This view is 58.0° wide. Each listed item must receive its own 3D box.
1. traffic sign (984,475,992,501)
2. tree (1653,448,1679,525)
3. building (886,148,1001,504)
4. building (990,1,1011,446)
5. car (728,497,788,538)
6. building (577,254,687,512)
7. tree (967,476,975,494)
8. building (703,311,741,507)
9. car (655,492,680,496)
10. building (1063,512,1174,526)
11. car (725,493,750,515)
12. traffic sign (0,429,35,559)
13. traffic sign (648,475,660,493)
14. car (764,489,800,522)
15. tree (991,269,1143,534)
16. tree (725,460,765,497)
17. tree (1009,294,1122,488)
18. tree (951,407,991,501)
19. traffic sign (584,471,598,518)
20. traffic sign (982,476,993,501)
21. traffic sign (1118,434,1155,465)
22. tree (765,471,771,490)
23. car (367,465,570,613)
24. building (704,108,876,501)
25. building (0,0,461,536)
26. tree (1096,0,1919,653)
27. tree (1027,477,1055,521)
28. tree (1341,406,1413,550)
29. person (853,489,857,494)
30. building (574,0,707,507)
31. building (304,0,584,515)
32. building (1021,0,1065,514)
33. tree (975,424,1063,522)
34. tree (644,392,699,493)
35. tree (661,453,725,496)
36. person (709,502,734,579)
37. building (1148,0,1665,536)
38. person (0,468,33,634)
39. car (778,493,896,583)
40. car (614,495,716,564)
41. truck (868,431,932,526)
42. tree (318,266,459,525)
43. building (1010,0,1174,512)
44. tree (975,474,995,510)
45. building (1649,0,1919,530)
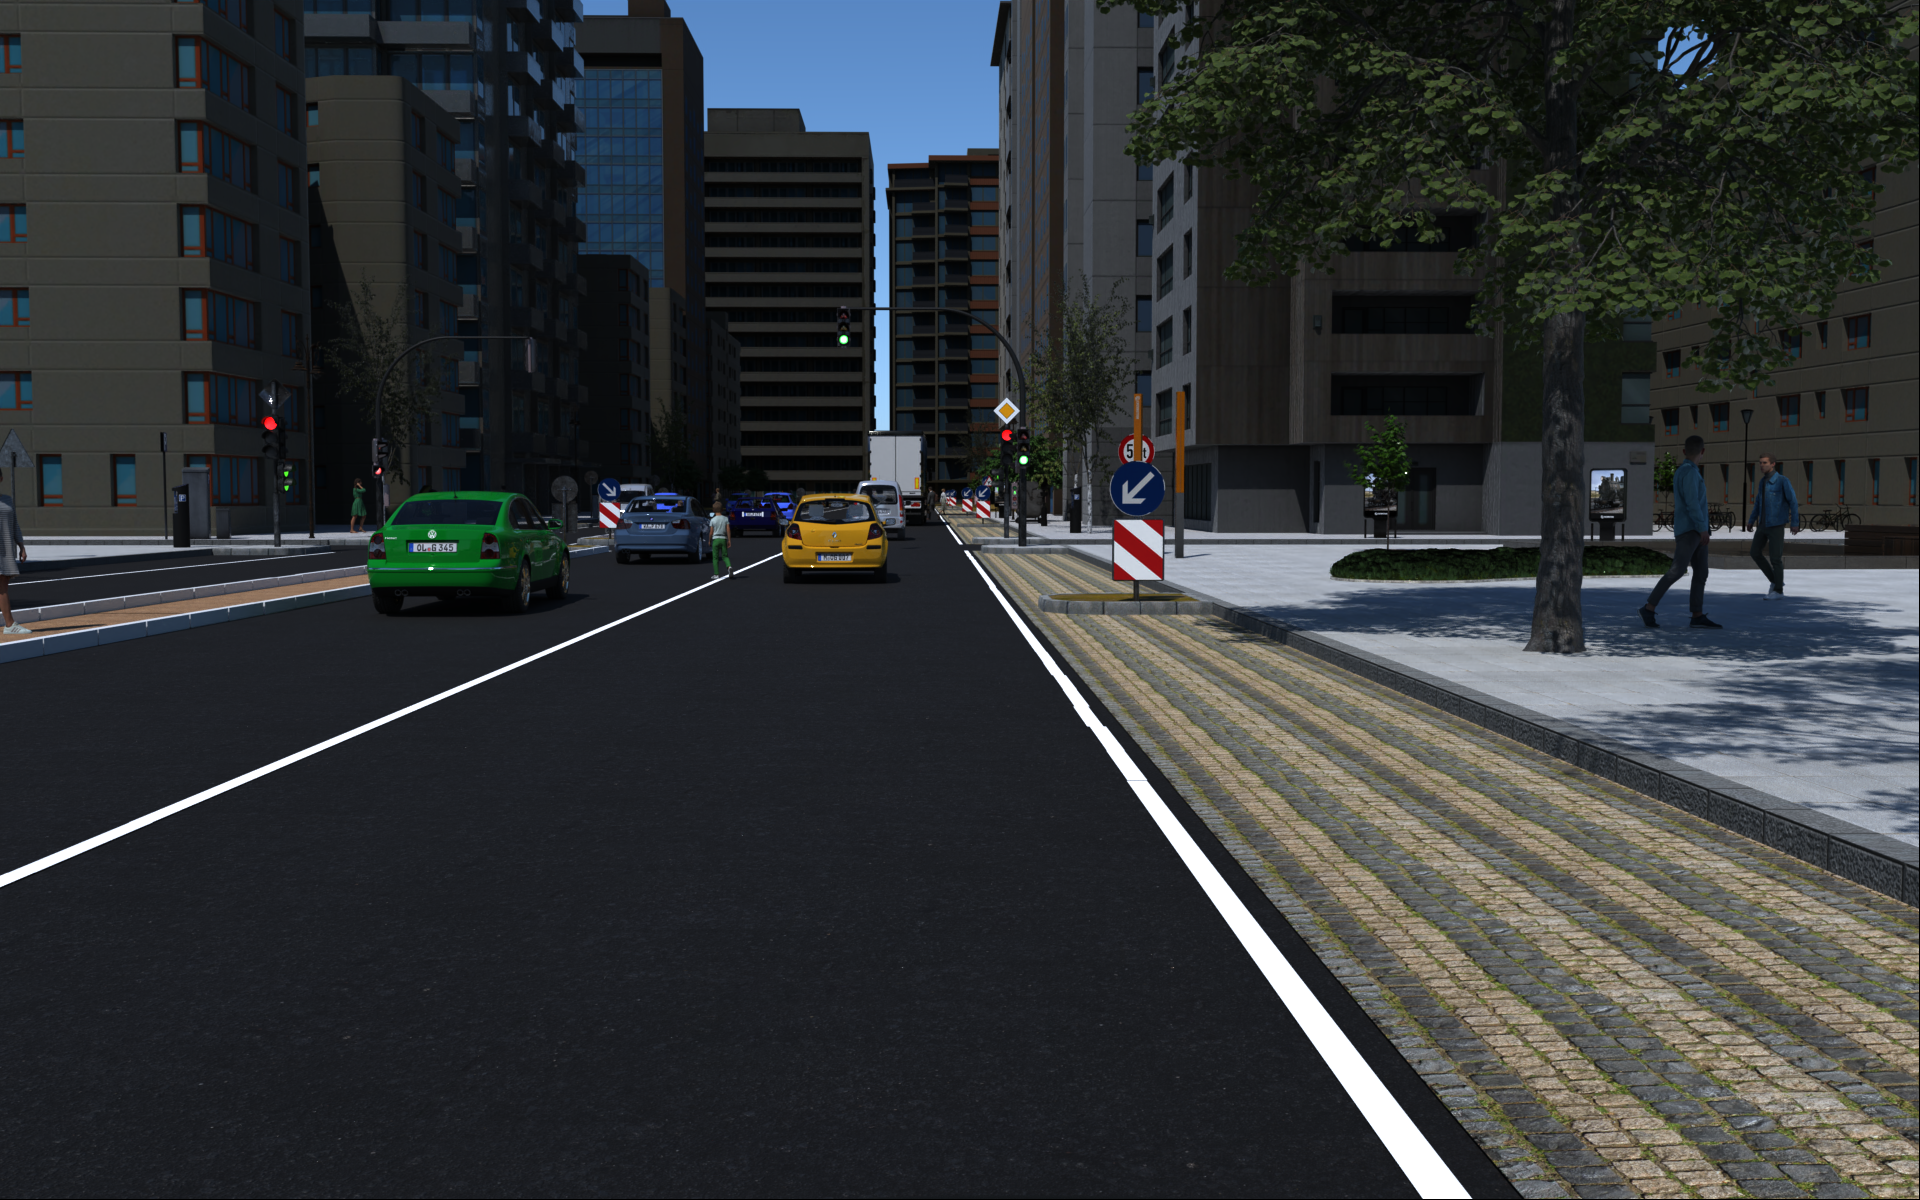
[{"bbox_3d":[2.033,-7.359,120.318,0.884,2.594,0.081,0,4,7],"label":"traffic sign"},{"bbox_3d":[29.532,-4.745,72.182,1.663,3.219,1.824,0,3,0],"label":"tree"},{"bbox_3d":[3.465,-34.717,222.244,28.867,44.769,22.147,0,4,-1],"label":"building"},{"bbox_3d":[18.071,-36.388,184.180,28.713,52.752,27.495,0,4,-1],"label":"building"},{"bbox_3d":[-6.811,-2.796,58.292,1.945,1.354,3.894,0,4,-2],"label":"car"},{"bbox_3d":[-37.872,-18.001,139.362,27.650,21.520,28.899,0,4,-1],"label":"building"},{"bbox_3d":[1.581,-10.638,168.535,1.663,3.219,1.824,0,3,0],"label":"tree"},{"bbox_3d":[-39.218,-20.742,184.178,28.899,21.520,27.650,0,4,-1],"label":"building"},{"bbox_3d":[-14.491,-4.627,85.250,1.945,1.707,3.694,0,4,-3],"label":"car"},{"bbox_3d":[15.497,-33.048,82.328,21.231,58.520,28.212,0,4,-1],"label":"building"},{"bbox_3d":[-15.382,-6.819,121.084,1.945,1.707,3.694,0,4,-1],"label":"car"},{"bbox_3d":[-18.789,-2.102,34.373,0.884,2.594,0.081,0,4,5],"label":"traffic sign"},{"bbox_3d":[-20.091,-6.958,113.862,0.768,2.556,0.104,0,4,-1],"label":"traffic sign"},{"bbox_3d":[-8.119,-4.178,77.908,1.945,1.707,3.694,0,4,0],"label":"car"},{"bbox_3d":[4.039,-6.448,55.786,4.360,8.622,3.978,0,3,0],"label":"tree"},{"bbox_3d":[-21.890,-11.213,167.039,4.285,4.588,4.351,0,3,0],"label":"tree"},{"bbox_3d":[4.165,-6.954,64.053,4.737,8.622,4.395,0,3,0],"label":"tree"},{"bbox_3d":[1.526,-11.856,144.215,4.360,8.622,3.978,0,3,0],"label":"tree"},{"bbox_3d":[-19.927,-5.716,93.567,0.768,2.556,0.104,0,4,6],"label":"traffic sign"},{"bbox_3d":[1.937,-7.519,123.044,0.768,2.556,0.104,0,4,6],"label":"traffic sign"},{"bbox_3d":[3.710,-2.223,36.445,0.768,2.556,0.104,1,4,8],"label":"traffic sign"},{"bbox_3d":[-22.123,-12.530,188.573,4.285,4.588,4.351,0,3,0],"label":"tree"},{"bbox_3d":[-6.184,-0.819,22.187,1.959,1.807,4.718,0,4,-3],"label":"car"},{"bbox_3d":[-21.754,-36.542,221.158,21.600,48.544,21.300,0,4,-1],"label":"building"},{"bbox_3d":[-36.706,-13.520,66.098,27.650,21.520,28.899,0,4,-1],"label":"building"},{"bbox_3d":[4.811,-5.878,14.240,7.486,12.596,7.792,0,3,0],"label":"tree"},{"bbox_3d":[3.748,-5.419,83.197,1.663,3.219,1.824,0,3,0],"label":"tree"},{"bbox_3d":[9.518,-2.665,38.177,1.663,3.219,1.824,0,3,0],"label":"tree"},{"bbox_3d":[-5.791,-5.373,97.179,0.643,1.720,0.563,1,4,18],"label":"person"},{"bbox_3d":[-31.521,-31.257,161.159,14.600,45.320,14.200,0,4,-1],"label":"building"},{"bbox_3d":[-35.030,-29.560,102.908,23.786,49.044,30.456,0,4,-1],"label":"building"},{"bbox_3d":[12.061,-29.668,135.183,14.600,45.320,14.200,0,4,-1],"label":"building"},{"bbox_3d":[3.052,-5.886,79.954,4.285,4.588,4.351,0,3,0],"label":"tree"},{"bbox_3d":[-20.955,-10.721,125.646,4.737,8.622,4.395,0,3,0],"label":"tree"},{"bbox_3d":[-21.649,-9.302,135.799,4.285,4.588,4.351,0,3,0],"label":"tree"},{"bbox_3d":[-4.016,-1.001,29.109,0.306,1.304,0.590,-3,4,-38],"label":"person"},{"bbox_3d":[14.375,-17.596,59.399,14.107,30.474,14.160,0,4,-1],"label":"building"},{"bbox_3d":[-9.864,-0.512,17.621,0.760,1.731,0.466,-1,4,-9],"label":"person"},{"bbox_3d":[-2.083,-1.164,29.250,2.015,1.641,3.980,0,4,-3],"label":"car"},{"bbox_3d":[-6.245,-1.531,37.030,2.014,1.417,4.499,0,4,-1],"label":"car"},{"bbox_3d":[-2.828,-5.697,82.066,2.839,4.237,11.283,0,4,0],"label":"truck"},{"bbox_3d":[-18.849,-6.530,57.124,4.360,8.622,3.978,0,3,0],"label":"tree"},{"bbox_3d":[15.073,-37.554,156.015,21.231,58.520,28.212,0,4,-1],"label":"building"},{"bbox_3d":[2.509,-8.857,139.417,1.663,3.219,1.824,0,3,0],"label":"tree"},{"bbox_3d":[45.463,-13.623,67.769,28.899,21.520,27.650,0,4,-1],"label":"building"}]
